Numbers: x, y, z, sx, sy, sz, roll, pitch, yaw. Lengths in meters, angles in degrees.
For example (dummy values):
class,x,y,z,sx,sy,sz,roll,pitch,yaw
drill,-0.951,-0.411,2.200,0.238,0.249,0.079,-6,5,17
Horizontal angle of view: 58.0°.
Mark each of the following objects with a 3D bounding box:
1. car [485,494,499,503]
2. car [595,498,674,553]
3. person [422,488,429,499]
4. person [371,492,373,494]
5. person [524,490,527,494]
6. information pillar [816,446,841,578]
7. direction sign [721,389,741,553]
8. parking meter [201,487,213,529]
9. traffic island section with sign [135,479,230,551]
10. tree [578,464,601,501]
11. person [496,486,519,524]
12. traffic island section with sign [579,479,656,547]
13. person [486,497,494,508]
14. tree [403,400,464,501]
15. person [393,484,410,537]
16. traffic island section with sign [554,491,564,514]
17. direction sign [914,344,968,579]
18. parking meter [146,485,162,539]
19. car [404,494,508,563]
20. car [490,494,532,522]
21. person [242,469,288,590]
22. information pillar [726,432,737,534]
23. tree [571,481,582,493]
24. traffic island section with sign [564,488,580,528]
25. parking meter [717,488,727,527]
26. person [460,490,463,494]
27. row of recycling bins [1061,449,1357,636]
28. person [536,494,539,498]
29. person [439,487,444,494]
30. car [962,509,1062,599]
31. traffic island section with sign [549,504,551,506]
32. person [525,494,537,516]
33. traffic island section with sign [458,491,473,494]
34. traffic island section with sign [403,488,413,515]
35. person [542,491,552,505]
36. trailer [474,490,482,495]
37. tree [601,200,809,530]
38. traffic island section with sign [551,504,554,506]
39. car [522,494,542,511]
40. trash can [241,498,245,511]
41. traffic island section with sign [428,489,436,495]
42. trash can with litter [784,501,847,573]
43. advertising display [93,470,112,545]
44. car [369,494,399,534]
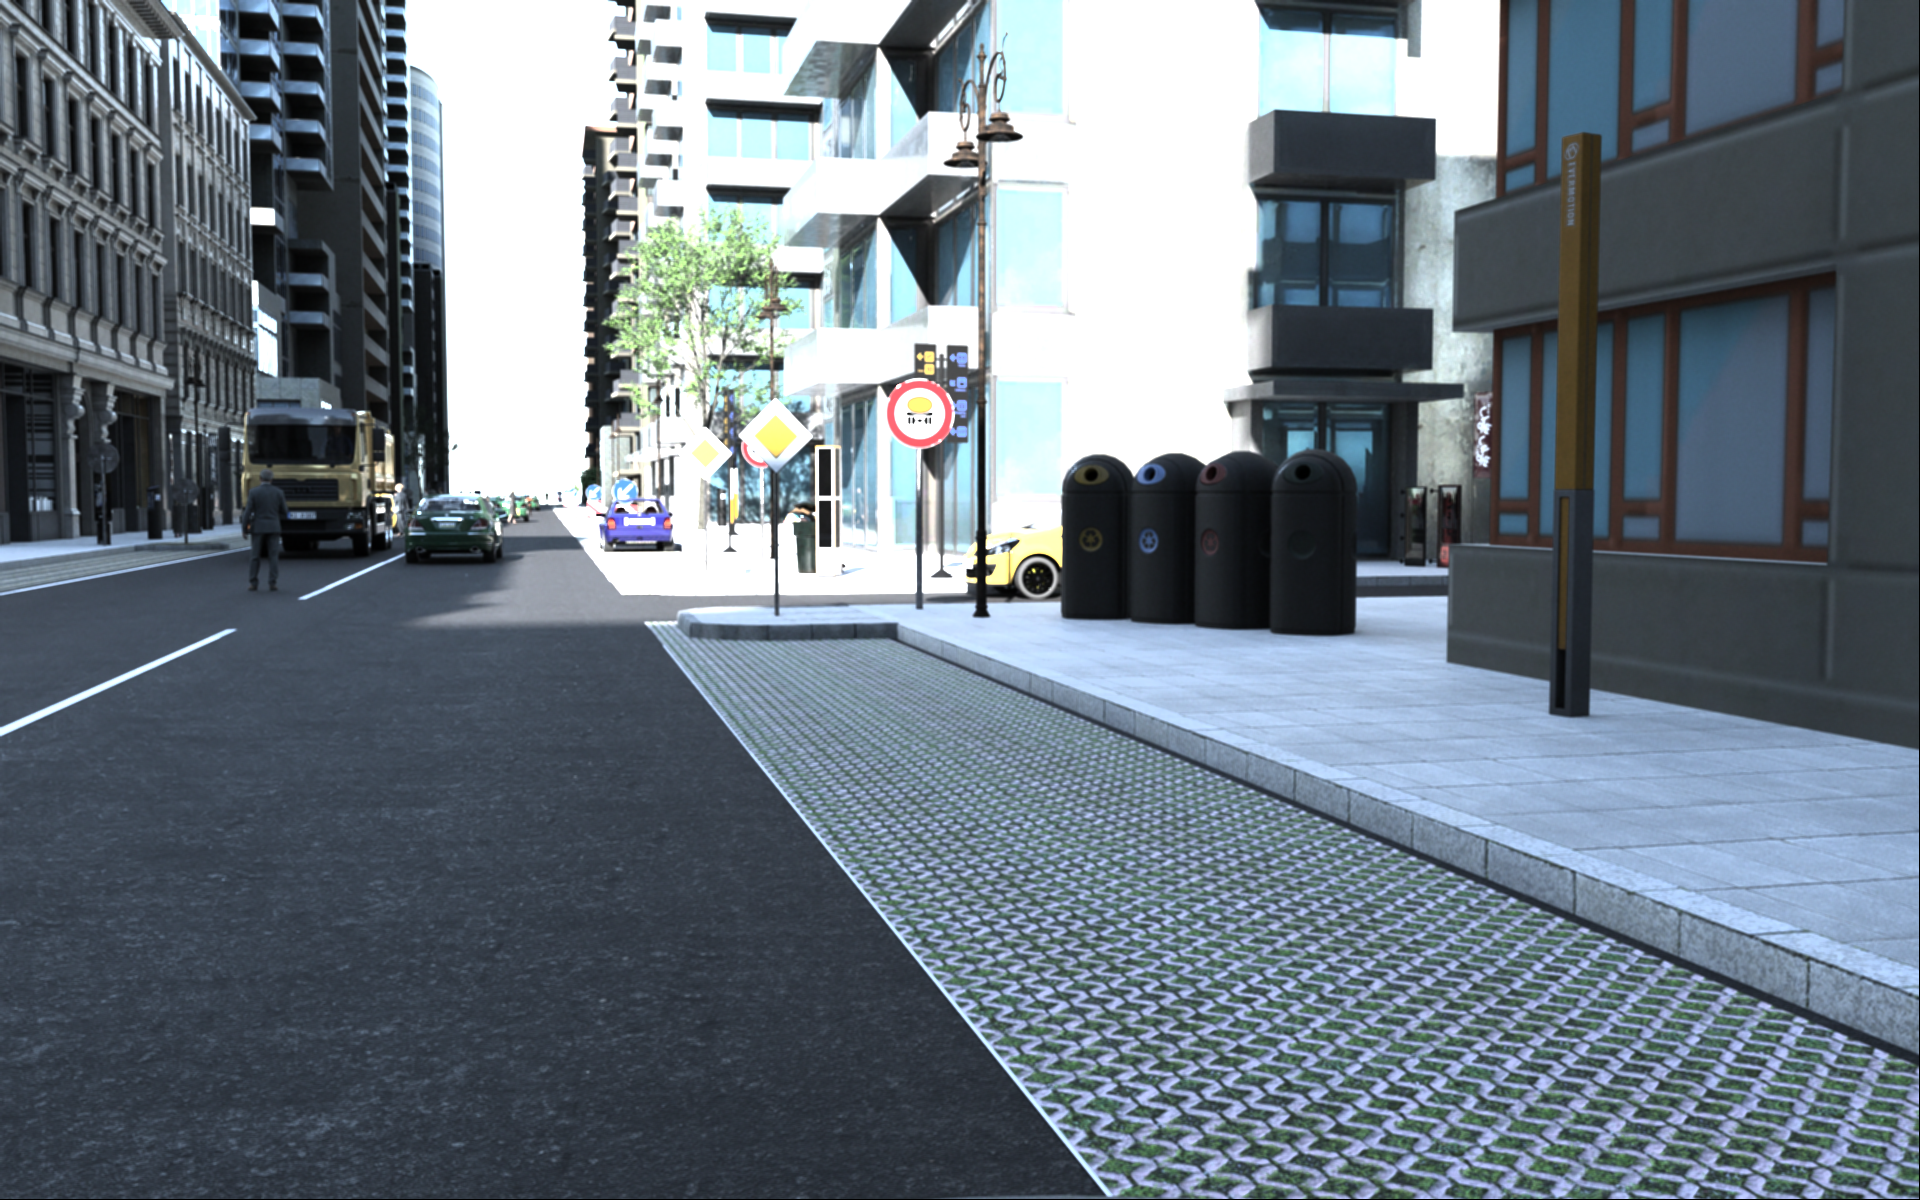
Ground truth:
class,x,y,z,sx,sy,sz,roll,pitch,yaw
car,-50.400,-10.883,186.732,1.959,1.807,4.718,-1,4,-12
car,-8.162,-1.893,43.530,1.945,1.354,3.894,-1,4,-14
person,-29.488,-5.304,95.553,0.374,1.781,0.599,-2,4,-27
person,-26.546,-4.227,77.735,0.709,1.813,0.853,0,4,6
person,-38.915,-8.956,154.900,0.705,1.831,1.348,-1,4,-12
information pillar,-2.015,-1.351,26.577,0.304,2.012,0.304,1,4,17
direction sign,-5.027,-2.798,37.751,0.379,3.537,0.876,-1,4,-21
parking meter,-27.525,-3.359,63.329,0.372,1.533,0.369,0,3,0
traffic island section with sign,-19.847,-2.183,44.316,1.989,1.847,2.006,-1,4,-14
tree,-39.091,-12.289,184.632,4.285,4.588,4.351,0,3,0
person,-21.536,-4.492,82.163,0.699,1.804,1.509,3,5,43
traffic island section with sign,-9.254,-2.358,47.187,1.989,1.847,2.006,-1,4,-14
person,-20.962,-3.934,77.106,0.425,1.301,0.394,0,4,-1
tree,-53.036,-14.428,170.311,8.767,10.594,7.601,-1,4,-13
person,-18.642,-2.993,57.864,0.534,1.772,0.576,0,4,-1
traffic island section with sign,-27.531,-6.973,122.642,1.989,1.847,2.006,-1,4,-14
direction sign,-0.279,-2.099,26.316,0.876,3.537,0.379,-2,4,-24
parking meter,-22.912,-2.499,49.267,0.372,1.533,0.369,0,3,0
car,-10.924,-1.573,37.515,2.131,1.459,4.920,-1,4,-12
car,-23.384,-4.792,90.147,2.131,1.459,4.920,-1,4,-14
person,-10.397,-1.053,25.887,0.661,1.801,0.590,-2,4,-32
information pillar,-7.209,-3.882,54.830,0.183,3.616,0.504,-2,4,-35
tree,-55.492,-15.612,249.855,1.663,3.219,1.824,0,3,0
traffic island section with sign,-15.799,-4.011,74.206,1.989,1.847,2.006,-1,4,-14
parking meter,-9.391,-3.666,68.350,0.372,1.533,0.369,0,3,0
person,-40.129,-7.988,139.840,0.721,1.736,1.217,-1,4,-20
row of recycling bins,2.385,-0.610,17.084,1.069,1.692,3.534,-3,5,-42
person,-57.069,-13.559,233.450,1.065,1.426,0.557,2,4,27
person,-27.638,-5.100,92.224,0.374,1.781,0.599,0,4,6
car,2.018,-0.883,24.667,3.980,1.641,2.015,-1,4,-14
traffic island section with sign,-47.109,-11.915,203.439,1.989,1.847,2.006,-1,4,-14
person,-28.484,-6.281,114.454,1.065,1.426,0.557,-1,4,-22
traffic island section with sign,-57.776,-11.759,200.893,1.989,1.847,2.006,-1,4,-14
traffic island section with sign,-38.179,-6.809,119.959,1.989,1.847,2.006,-1,4,-14
person,-52.364,-12.930,219.529,1.348,1.869,0.705,-1,4,-23
trailer,-69.685,-14.867,250.125,1.471,1.999,3.904,-1,4,-12
tree,-9.034,-8.281,61.157,9.928,11.665,9.643,0,3,0
traffic island section with sign,-33.878,-8.576,148.842,1.989,1.847,2.006,-1,4,-14
car,-37.133,-8.398,149.100,2.131,1.459,4.920,-1,4,-12
trash can,-27.041,-3.327,66.055,0.748,1.137,0.748,0,3,0
traffic island section with sign,-44.689,-8.455,146.859,1.989,1.847,2.006,-1,4,-14
trash can with litter,-2.328,-1.022,28.103,0.624,1.170,1.055,2,4,29
advertising display,-21.692,-2.362,43.837,0.123,1.923,0.974,-3,5,-43
car,-21.543,-3.276,63.793,2.015,1.641,3.980,-1,4,-14
